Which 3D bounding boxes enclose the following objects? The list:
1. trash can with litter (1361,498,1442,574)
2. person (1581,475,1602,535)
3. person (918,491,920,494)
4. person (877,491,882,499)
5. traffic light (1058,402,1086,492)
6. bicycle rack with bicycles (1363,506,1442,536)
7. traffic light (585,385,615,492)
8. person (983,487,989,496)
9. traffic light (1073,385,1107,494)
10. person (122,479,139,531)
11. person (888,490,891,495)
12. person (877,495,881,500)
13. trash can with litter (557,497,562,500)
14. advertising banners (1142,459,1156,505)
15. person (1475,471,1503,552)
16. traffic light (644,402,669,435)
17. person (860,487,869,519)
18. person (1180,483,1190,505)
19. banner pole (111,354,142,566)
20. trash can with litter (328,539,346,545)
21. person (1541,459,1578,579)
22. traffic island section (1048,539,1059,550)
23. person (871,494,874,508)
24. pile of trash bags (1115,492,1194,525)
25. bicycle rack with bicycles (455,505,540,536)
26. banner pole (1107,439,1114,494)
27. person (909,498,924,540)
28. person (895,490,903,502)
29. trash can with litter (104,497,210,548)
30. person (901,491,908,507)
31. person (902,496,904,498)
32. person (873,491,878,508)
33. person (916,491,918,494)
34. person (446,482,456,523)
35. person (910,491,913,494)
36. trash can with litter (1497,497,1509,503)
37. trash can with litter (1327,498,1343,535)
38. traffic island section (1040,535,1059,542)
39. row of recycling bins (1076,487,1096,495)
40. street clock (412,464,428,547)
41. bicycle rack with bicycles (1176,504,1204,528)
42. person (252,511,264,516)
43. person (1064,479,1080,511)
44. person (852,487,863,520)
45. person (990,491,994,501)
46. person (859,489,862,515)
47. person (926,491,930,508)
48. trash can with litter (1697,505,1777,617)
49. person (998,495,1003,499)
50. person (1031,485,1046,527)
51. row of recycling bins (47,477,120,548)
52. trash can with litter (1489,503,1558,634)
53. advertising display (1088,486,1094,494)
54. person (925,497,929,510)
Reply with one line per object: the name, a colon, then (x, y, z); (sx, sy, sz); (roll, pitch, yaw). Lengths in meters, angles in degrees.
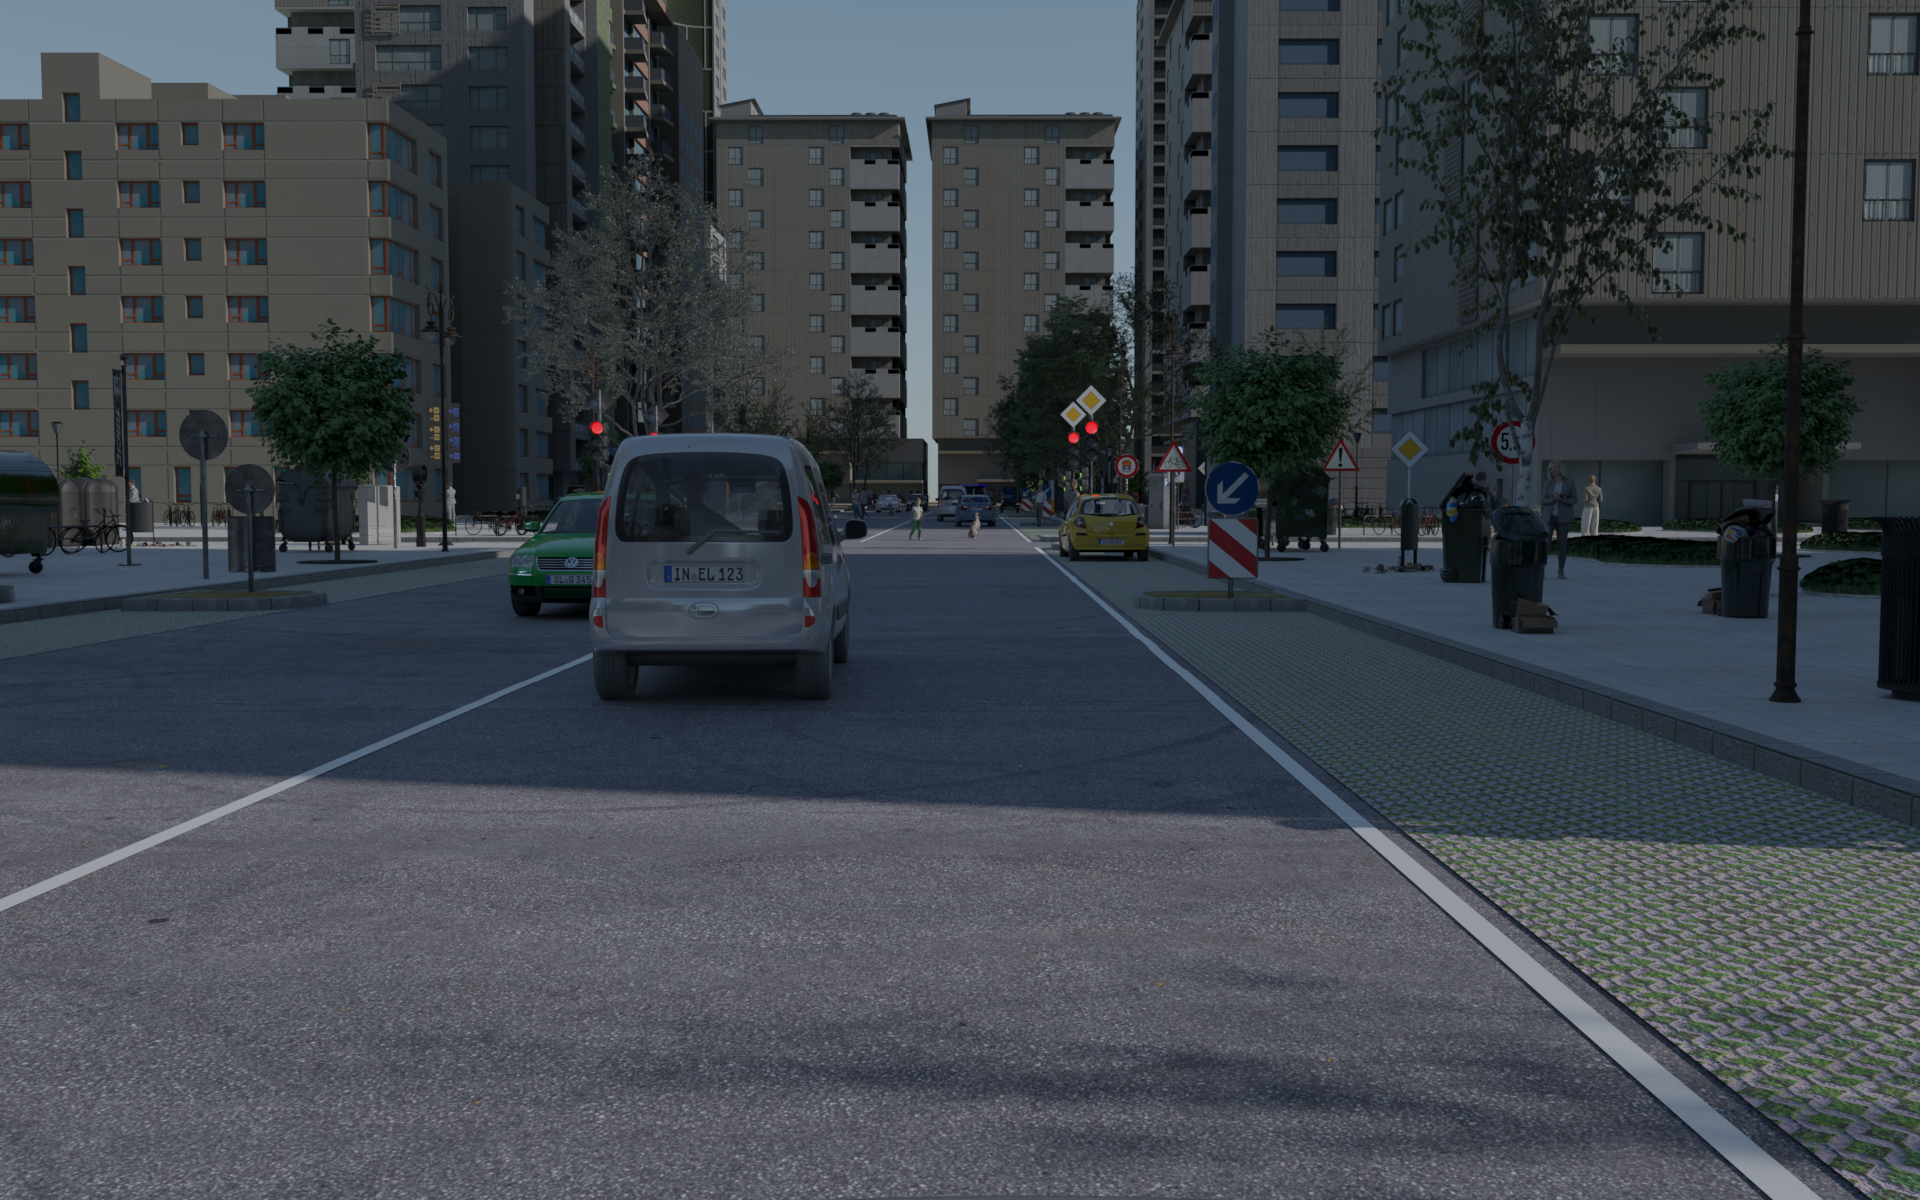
trash can with litter: (7.227, -1.089, 28.864); (1.678, 1.210, 2.233); (3, 4, 38)
person: (15.886, -2.266, 43.633); (0.519, 1.759, 0.362); (0, 4, -6)
person: (-4.513, -11.141, 190.792); (0.705, 1.807, 1.348); (0, 4, 1)
person: (-8.235, -10.681, 183.846); (1.217, 1.735, 0.721); (-2, 4, -25)
traffic light: (3.423, -3.903, 52.730); (0.839, 4.253, 0.868); (0, 4, 0)
bicycle rack with bicycles: (14.019, -2.481, 53.952); (2.852, 0.926, 2.925); (3, 5, 44)
traffic light: (-9.302, -3.420, 44.830); (0.839, 4.253, 0.868); (0, 4, 0)
person: (1.248, -4.819, 87.385); (0.767, 1.812, 0.694); (0, 4, -4)
traffic light: (3.359, -3.414, 44.745); (0.839, 4.253, 0.868); (0, 4, 0)
person: (-28.271, -3.241, 59.305); (0.850, 1.792, 0.678); (-2, 4, -26)
person: (-6.924, -9.799, 168.717); (0.705, 1.824, 1.348); (-2, 4, -26)
person: (-9.749, -11.968, 207.411); (0.697, 1.427, 0.421); (2, 4, 29)
trash can with litter: (-14.817, -3.335, 65.915); (1.055, 1.170, 0.624); (1, 4, 13)
advertising banners: (9.583, -5.598, 87.713); (0.090, 3.025, 2.074); (-1, 4, -11)
person: (11.600, -1.940, 38.127); (0.716, 1.782, 0.532); (2, 4, 25)
traffic light: (-9.238, -3.908, 52.815); (0.839, 4.253, 0.868); (0, 4, 0)
person: (-5.442, -5.537, 98.879); (0.795, 1.843, 0.661); (2, 4, 29)
person: (10.656, -4.640, 81.876); (0.573, 1.828, 0.580); (-1, 4, -20)
banner pole: (-14.881, -2.492, 30.757); (0.401, 3.779, 0.863); (-1, 4, -9)
trash can with litter: (-15.672, -1.972, 43.635); (0.624, 1.170, 1.055); (-1, 4, -16)
person: (8.994, -1.213, 26.052); (0.537, 1.800, 0.526); (3, 4, 36)
traffic island section: (3.399, -1.381, 44.858); (2.009, 0.180, 2.903); (0, 4, 0)
person: (-8.691, -9.887, 173.367); (0.599, 1.433, 0.991); (2, 4, 35)
pile of trash bags: (8.047, -3.863, 72.906); (3.447, 1.369, 1.912); (-1, 4, -21)
bicycle rack with bicycles: (-14.190, -2.479, 53.916); (2.852, 0.926, 2.925); (2, 4, 33)
banner pole: (6.844, -5.423, 78.679); (0.401, 3.779, 0.863); (-1, 4, -18)
person: (-1.357, -2.503, 53.676); (0.306, 1.304, 0.590); (-3, 4, -38)
person: (-5.486, -8.795, 152.849); (0.990, 1.755, 0.434); (0, 4, -6)
trash can with litter: (-19.596, -1.914, 42.349); (2.233, 1.210, 1.678); (-1, 4, -15)
person: (-6.387, -11.459, 195.835); (1.348, 1.826, 0.705); (1, 4, 11)
person: (-5.535, -8.962, 155.744); (1.217, 1.735, 0.721); (1, 4, 14)
person: (-8.024, -9.428, 163.572); (0.541, 1.710, 0.530); (-2, 4, -27)
person: (-4.711, -10.764, 185.204); (0.721, 1.735, 1.217); (0, 4, 3)
person: (-21.995, -4.180, 74.566); (0.466, 1.800, 0.511); (1, 4, 12)
person: (-4.241, -8.906, 154.817); (0.721, 1.736, 1.217); (0, 4, -7)
trash can with litter: (17.601, -2.784, 56.910); (1.055, 1.170, 0.624); (-2, 4, -33)
trash can with litter: (11.333, -2.594, 53.802); (1.055, 1.170, 0.624); (-2, 4, -34)
traffic island section: (3.463, -1.869, 52.843); (2.009, 0.180, 2.903); (0, 4, 0)
row of recycling bins: (6.993, -5.457, 96.329); (1.069, 1.692, 3.534); (0, 4, -4)
street clock: (-13.064, -2.285, 41.933); (0.358, 2.002, 0.471); (0, 4, 1)
bicycle rack with bicycles: (8.127, -3.199, 65.684); (2.925, 0.926, 2.852); (-1, 4, -9)
person: (-25.717, -3.502, 63.482); (0.473, 1.802, 0.592); (2, 4, 34)
person: (2.780, -2.026, 41.906); (0.520, 1.790, 0.573); (2, 4, 27)
person: (-4.703, -4.315, 79.643); (0.643, 1.750, 0.593); (0, 4, 1)
person: (3.053, -10.257, 176.937); (0.721, 1.736, 1.217); (3, 5, 43)
person: (-6.467, -6.274, 111.636); (0.362, 1.759, 0.519); (0, 4, -5)
person: (-3.303, -10.412, 179.415); (0.721, 1.739, 1.217); (1, 4, 17)
trash can with litter: (8.108, -0.419, 18.233); (0.624, 1.170, 1.055); (0, 4, -4)
person: (4.529, -10.973, 188.625); (0.721, 1.735, 1.217); (2, 4, 35)
person: (3.429, -4.094, 75.540); (0.679, 1.850, 0.850); (1, 4, 12)
row of recycling bins: (-21.888, -2.170, 42.590); (1.069, 1.692, 3.534); (0, 4, 6)
trash can with litter: (5.371, -0.300, 16.290); (0.624, 1.170, 1.055); (0, 4, -1)
advertising display: (6.853, -5.317, 92.148); (0.123, 1.923, 0.974); (-2, 4, -24)
person: (-3.202, -8.864, 156.623); (0.799, 1.438, 0.628); (-3, 5, -40)
